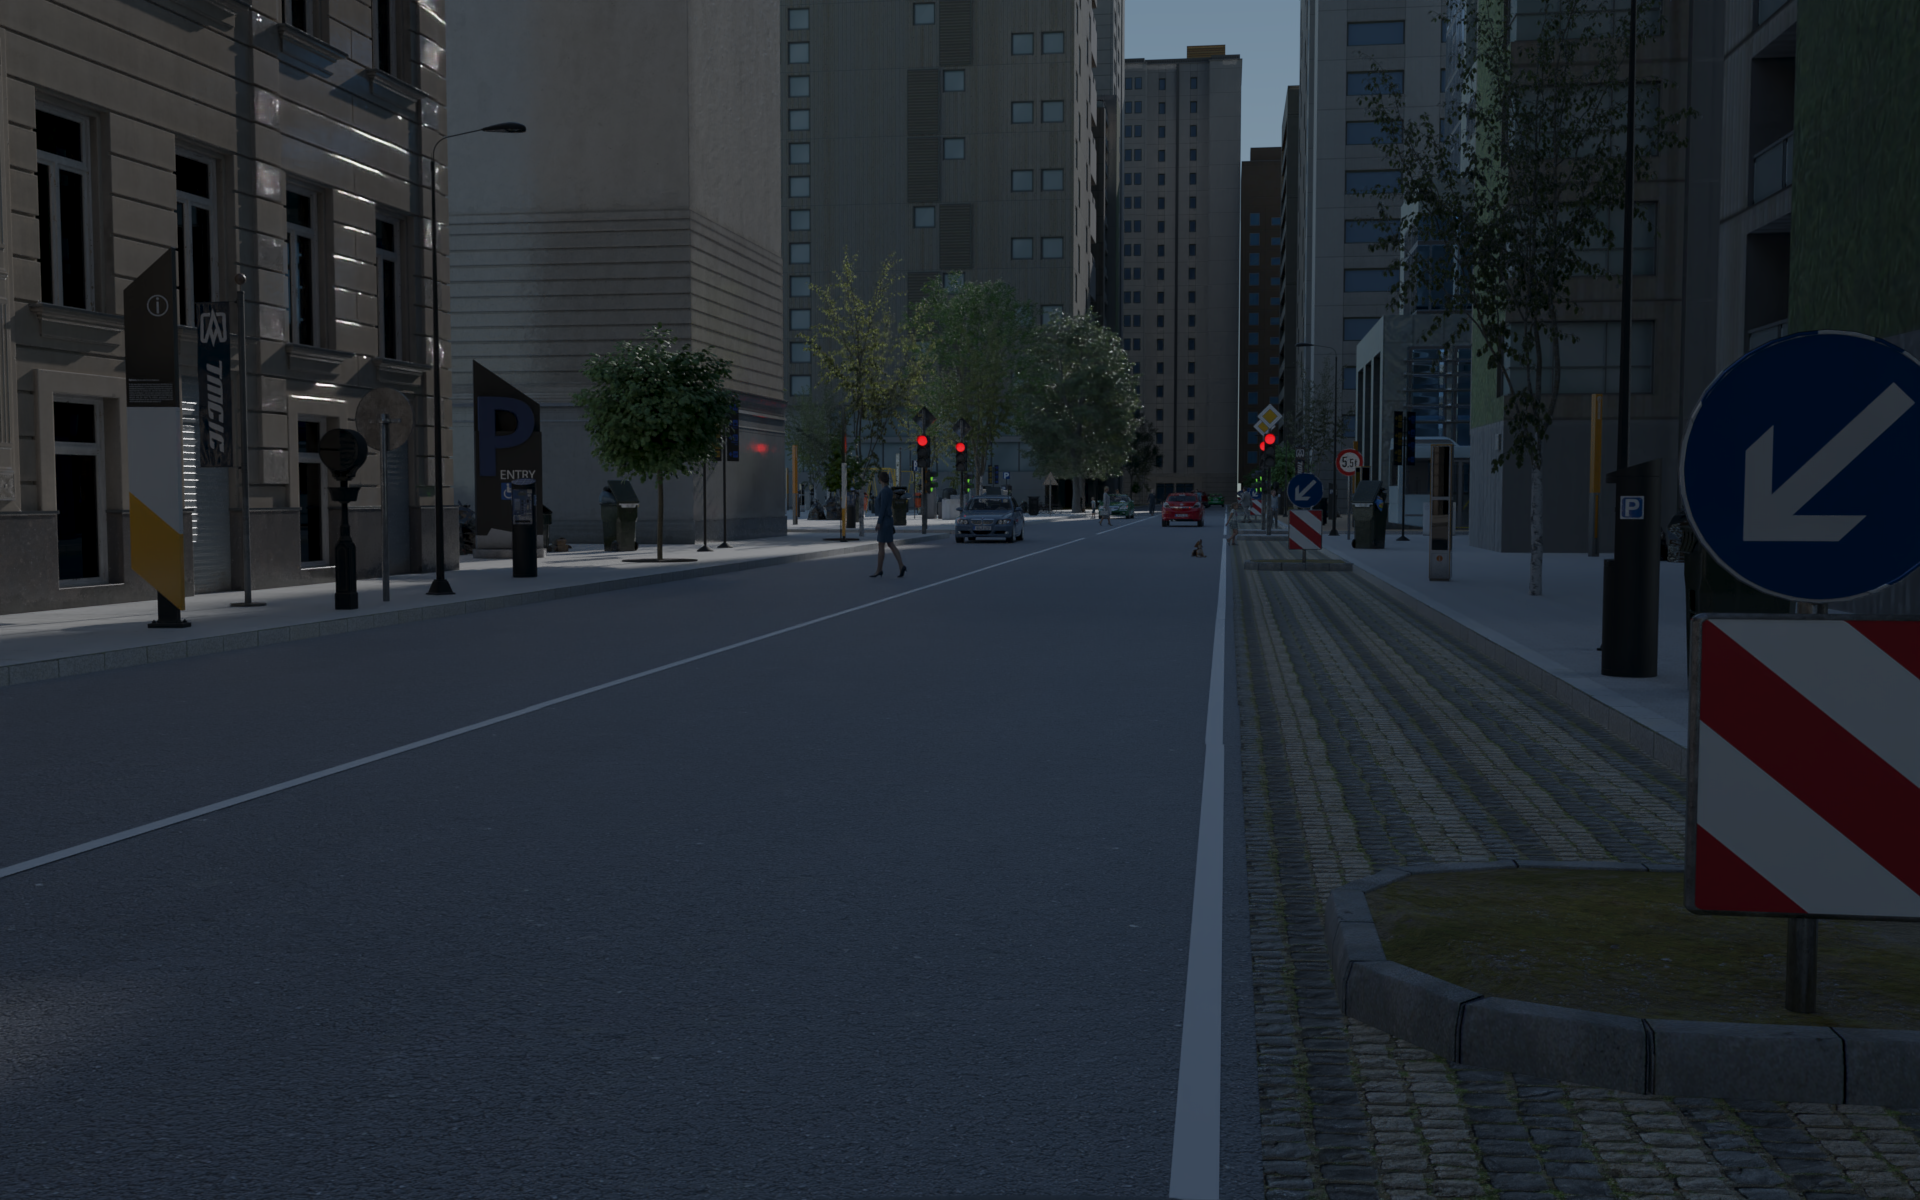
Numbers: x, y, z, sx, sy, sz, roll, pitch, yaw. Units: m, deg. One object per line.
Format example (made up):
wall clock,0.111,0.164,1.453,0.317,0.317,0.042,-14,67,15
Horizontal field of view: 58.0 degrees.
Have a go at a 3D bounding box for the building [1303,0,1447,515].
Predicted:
building,34.548,-35.286,118.932,21.231,58.520,28.212,1,4,9

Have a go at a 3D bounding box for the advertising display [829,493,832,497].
advertising display,-9.232,-7.216,123.190,0.123,1.923,0.974,-1,4,-8

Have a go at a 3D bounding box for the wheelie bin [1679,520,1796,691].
wheelie bin,4.935,-0.187,10.971,0.693,1.594,0.980,1,4,12

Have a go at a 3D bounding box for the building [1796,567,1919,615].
building,17.166,-20.600,20.412,14.154,41.232,14.086,1,4,9

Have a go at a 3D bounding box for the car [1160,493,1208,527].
car,9.947,-4.163,77.103,2.155,1.783,4.494,1,4,9

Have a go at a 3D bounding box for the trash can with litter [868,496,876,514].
trash can with litter,-5.448,-6.241,113.429,0.624,1.170,1.055,3,5,45

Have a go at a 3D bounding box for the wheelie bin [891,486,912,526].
wheelie bin,-2.452,-3.833,70.577,0.980,1.594,0.693,0,4,-5

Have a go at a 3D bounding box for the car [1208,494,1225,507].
car,28.151,-11.106,190.374,1.959,1.807,4.718,1,4,9

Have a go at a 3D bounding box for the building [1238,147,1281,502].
building,43.658,-35.217,225.905,14.200,45.320,14.600,1,4,9

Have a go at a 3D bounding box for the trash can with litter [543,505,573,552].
trash can with litter,-9.162,-1.648,38.335,0.624,1.170,1.055,3,5,41

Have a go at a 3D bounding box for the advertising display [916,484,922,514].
advertising display,-2.517,-6.688,114.558,0.123,1.923,0.974,3,5,45

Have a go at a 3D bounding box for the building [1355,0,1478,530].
building,32.234,-46.242,68.725,31.000,86.520,22.319,1,4,9

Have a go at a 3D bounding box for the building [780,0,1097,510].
building,-2.157,-34.504,153.386,28.713,52.752,27.495,1,4,9

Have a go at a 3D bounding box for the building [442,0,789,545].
building,-14.837,-12.244,49.348,18.267,20.994,9.793,1,4,9

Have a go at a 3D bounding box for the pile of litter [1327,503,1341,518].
pile of litter,20.083,-4.939,94.720,1.719,0.858,1.176,0,4,8

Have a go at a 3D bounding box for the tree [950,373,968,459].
tree,-1.672,-9.033,98.051,4.360,8.622,3.978,0,3,0

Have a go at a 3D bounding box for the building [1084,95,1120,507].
building,8.465,-29.959,173.431,14.154,41.232,14.086,1,4,9

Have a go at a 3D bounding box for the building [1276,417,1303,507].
building,42.603,-45.020,174.332,20.563,71.187,20.611,1,4,9

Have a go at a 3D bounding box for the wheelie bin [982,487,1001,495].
wheelie bin,1.404,-4.102,74.974,0.980,1.594,0.693,-1,4,-9

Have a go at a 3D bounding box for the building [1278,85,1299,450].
building,47.256,-34.982,195.657,21.300,48.544,21.600,1,4,9

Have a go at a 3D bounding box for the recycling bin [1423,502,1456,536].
recycling bin,14.770,-2.496,53.356,0.722,1.027,0.722,-2,4,-35

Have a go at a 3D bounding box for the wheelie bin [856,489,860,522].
wheelie bin,-4.728,-4.306,78.318,0.693,1.594,0.980,2,4,33

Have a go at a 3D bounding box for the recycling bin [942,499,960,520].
recycling bin,-0.415,-4.544,86.848,0.722,1.027,0.722,-3,4,-36

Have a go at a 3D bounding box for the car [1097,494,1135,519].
car,9.133,-5.452,100.936,2.131,1.459,4.920,1,4,10

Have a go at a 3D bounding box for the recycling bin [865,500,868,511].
recycling bin,-7.281,-7.118,128.930,0.722,1.027,0.722,-2,4,-29

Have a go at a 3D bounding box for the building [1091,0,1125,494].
building,8.248,-46.685,201.559,20.611,71.187,20.563,1,4,9

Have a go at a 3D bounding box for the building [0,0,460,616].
building,-15.861,-13.458,17.304,12.463,27.353,25.104,1,4,9

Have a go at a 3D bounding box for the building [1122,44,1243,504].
building,23.282,-42.232,232.499,28.212,58.520,21.231,1,4,9

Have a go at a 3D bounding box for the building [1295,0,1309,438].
building,43.420,-34.306,150.145,28.713,52.752,27.495,1,4,9

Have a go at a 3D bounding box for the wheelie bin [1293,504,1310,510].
wheelie bin,14.589,-4.033,73.851,0.693,1.594,0.980,-1,4,-10

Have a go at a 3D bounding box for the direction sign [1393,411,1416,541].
direction sign,12.164,-3.392,47.460,0.876,3.537,0.379,-3,4,-36

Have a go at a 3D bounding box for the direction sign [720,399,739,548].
direction sign,-5.602,-3.009,41.188,0.379,3.537,0.876,3,5,43

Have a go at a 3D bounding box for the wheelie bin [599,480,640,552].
wheelie bin,-7.669,-1.891,38.825,0.693,1.594,0.980,3,4,36

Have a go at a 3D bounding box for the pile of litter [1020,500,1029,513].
pile of litter,4.628,-6.354,117.845,1.176,0.858,1.719,2,4,33

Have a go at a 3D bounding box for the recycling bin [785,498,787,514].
recycling bin,-11.581,-6.043,111.349,0.722,1.027,0.722,1,4,13

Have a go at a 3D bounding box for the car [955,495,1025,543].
car,0.938,-2.468,52.361,2.014,1.417,4.499,0,4,8

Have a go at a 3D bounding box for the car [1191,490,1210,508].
car,24.195,-10.224,175.830,2.281,1.827,5.304,1,4,9

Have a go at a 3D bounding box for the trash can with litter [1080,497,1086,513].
trash can with litter,8.144,-6.529,118.138,0.624,1.170,1.055,2,4,29

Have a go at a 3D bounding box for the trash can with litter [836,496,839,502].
trash can with litter,-8.536,-7.056,126.424,2.233,1.210,1.678,2,4,25

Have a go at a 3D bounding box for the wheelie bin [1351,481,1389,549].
wheelie bin,9.619,-2.005,40.685,0.693,1.594,0.980,-3,5,-40

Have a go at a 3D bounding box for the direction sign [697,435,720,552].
direction sign,-5.688,-2.848,38.570,0.379,3.537,0.876,-1,4,-20

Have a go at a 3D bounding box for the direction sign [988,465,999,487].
direction sign,2.594,-8.744,134.959,0.876,3.537,0.379,2,4,23

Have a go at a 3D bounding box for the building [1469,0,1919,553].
building,19.809,-21.940,42.309,14.154,41.232,14.086,1,4,9
